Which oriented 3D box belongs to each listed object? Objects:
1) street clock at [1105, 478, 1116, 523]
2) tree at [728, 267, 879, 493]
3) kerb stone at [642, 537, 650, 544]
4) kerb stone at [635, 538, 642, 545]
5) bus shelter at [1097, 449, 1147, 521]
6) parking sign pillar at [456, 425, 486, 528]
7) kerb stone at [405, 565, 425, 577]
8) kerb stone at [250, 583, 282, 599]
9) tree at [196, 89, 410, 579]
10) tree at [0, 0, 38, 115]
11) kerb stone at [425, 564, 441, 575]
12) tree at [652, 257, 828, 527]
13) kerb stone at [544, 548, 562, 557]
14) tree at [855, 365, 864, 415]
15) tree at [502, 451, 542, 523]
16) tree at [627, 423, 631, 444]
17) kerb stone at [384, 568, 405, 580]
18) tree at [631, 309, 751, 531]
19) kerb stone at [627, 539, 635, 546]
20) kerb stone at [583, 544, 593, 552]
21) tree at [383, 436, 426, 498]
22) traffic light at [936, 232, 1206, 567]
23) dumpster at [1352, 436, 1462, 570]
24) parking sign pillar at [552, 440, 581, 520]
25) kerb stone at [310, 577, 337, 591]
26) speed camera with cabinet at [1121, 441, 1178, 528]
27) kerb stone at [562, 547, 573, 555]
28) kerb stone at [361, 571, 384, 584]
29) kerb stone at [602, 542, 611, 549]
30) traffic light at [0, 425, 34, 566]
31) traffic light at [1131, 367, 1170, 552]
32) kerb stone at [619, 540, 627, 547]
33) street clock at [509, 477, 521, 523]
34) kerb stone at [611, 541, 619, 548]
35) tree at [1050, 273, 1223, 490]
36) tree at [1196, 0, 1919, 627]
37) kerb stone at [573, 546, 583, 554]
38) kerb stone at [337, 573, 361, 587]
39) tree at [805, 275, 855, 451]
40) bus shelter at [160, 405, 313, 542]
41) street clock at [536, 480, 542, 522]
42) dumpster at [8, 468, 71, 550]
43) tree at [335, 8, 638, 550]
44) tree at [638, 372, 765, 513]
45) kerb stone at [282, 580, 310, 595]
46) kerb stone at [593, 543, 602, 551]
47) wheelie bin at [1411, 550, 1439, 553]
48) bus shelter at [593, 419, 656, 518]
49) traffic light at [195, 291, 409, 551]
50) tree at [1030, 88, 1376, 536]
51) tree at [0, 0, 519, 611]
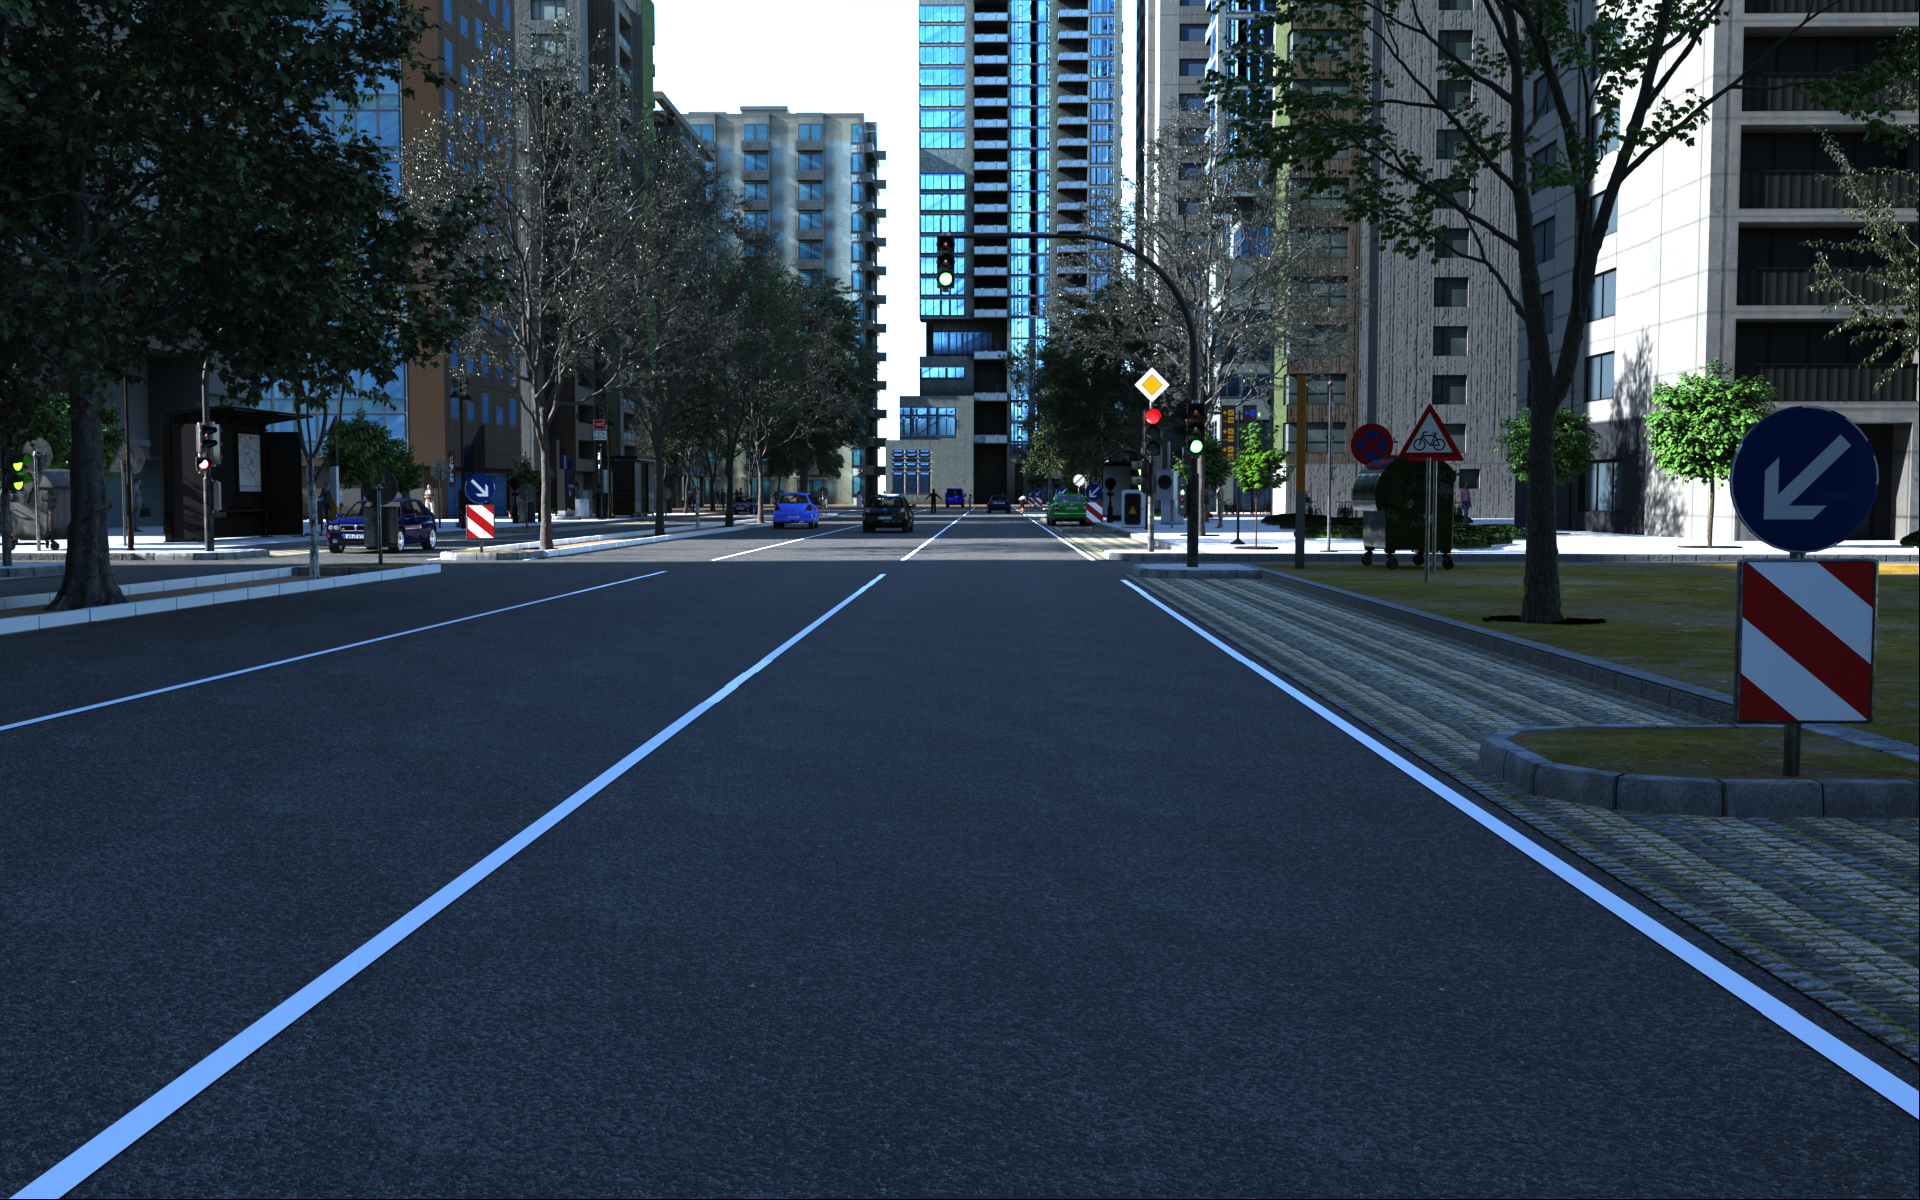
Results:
[{"bbox_3d":[6.729,-4.464,77.548,0.471,2.002,0.358,-2,4,-30],"label":"street clock"},{"bbox_3d":[-8.911,-11.538,97.760,9.857,13.997,8.962,0,3,0],"label":"tree"},{"bbox_3d":[-9.201,-1.703,50.046,0.120,0.150,1.000,0,4,1],"label":"kerb stone"},{"bbox_3d":[-9.222,-1.639,49.024,0.120,0.150,1.000,0,4,1],"label":"kerb stone"},{"bbox_3d":[7.552,-5.311,80.760,2.014,3.302,5.546,0,4,1],"label":"bus shelter"},{"bbox_3d":[-18.713,-4.789,66.768,1.447,3.967,1.447,0,4,4],"label":"parking sign pillar"},{"bbox_3d":[-9.578,-0.486,30.134,0.120,0.150,1.000,0,4,1],"label":"kerb stone"},{"bbox_3d":[-9.703,-0.110,23.997,0.120,0.150,1.000,0,4,1],"label":"kerb stone"},{"bbox_3d":[-10.807,-4.635,28.606,4.737,8.622,4.395,0,3,0],"label":"tree"},{"bbox_3d":[-10.770,-6.247,11.245,9.857,13.997,8.962,0,3,0],"label":"tree"},{"bbox_3d":[-9.559,-0.548,31.158,0.120,0.150,1.000,0,4,1],"label":"kerb stone"},{"bbox_3d":[-9.829,-8.923,74.098,9.928,11.665,9.643,0,3,0],"label":"tree"},{"bbox_3d":[-9.397,-1.078,39.813,0.120,0.150,1.000,0,4,1],"label":"kerb stone"},{"bbox_3d":[-9.824,-10.536,85.090,12.009,13.543,11.850,0,3,0],"label":"tree"},{"bbox_3d":[-19.278,-5.047,77.124,1.663,3.219,1.824,0,3,0],"label":"tree"},{"bbox_3d":[-18.247,-9.504,105.753,4.360,8.622,3.978,0,3,0],"label":"tree"},{"bbox_3d":[-9.598,-0.423,29.109,0.120,0.150,1.000,0,4,1],"label":"kerb stone"},{"bbox_3d":[-10.116,-6.965,66.696,4.360,8.622,3.978,0,3,0],"label":"tree"},{"bbox_3d":[-9.238,-1.578,47.995,0.120,0.150,1.000,0,4,1],"label":"kerb stone"},{"bbox_3d":[-9.336,-1.265,42.879,0.120,0.150,1.000,0,4,1],"label":"kerb stone"},{"bbox_3d":[-18.765,-3.882,58.070,1.663,3.219,1.824,0,3,0],"label":"tree"},{"bbox_3d":[1.978,-3.403,30.305,4.771,5.953,1.251,0,4,1],"label":"traffic light"},{"bbox_3d":[7.780,-1.694,30.185,1.502,2.255,1.985,0,4,1],"label":"dumpster"},{"bbox_3d":[-19.714,-6.006,86.675,1.447,3.967,1.447,1,4,9],"label":"parking sign pillar"},{"bbox_3d":[-9.657,-0.228,26.041,0.120,0.150,1.000,0,4,1],"label":"kerb stone"},{"bbox_3d":[7.120,-4.329,65.109,2.038,3.252,0.660,2,4,24],"label":"speed camera with cabinet"},{"bbox_3d":[-9.370,-1.138,40.835,0.120,0.150,1.000,0,4,1],"label":"kerb stone"},{"bbox_3d":[-9.624,-0.360,28.084,0.120,0.150,1.000,0,4,1],"label":"kerb stone"},{"bbox_3d":[-9.299,-1.390,44.924,0.120,0.150,1.000,0,4,1],"label":"kerb stone"},{"bbox_3d":[-16.987,-2.561,30.790,0.839,4.253,0.868,0,4,1],"label":"traffic light"},{"bbox_3d":[4.222,-3.026,38.391,0.839,4.253,0.868,0,4,1],"label":"traffic light"},{"bbox_3d":[-9.261,-1.515,46.973,0.120,0.150,1.000,0,4,1],"label":"kerb stone"},{"bbox_3d":[-19.429,-4.348,75.653,0.471,2.002,0.358,2,4,29],"label":"street clock"},{"bbox_3d":[-9.283,-1.453,45.951,0.120,0.150,1.000,0,4,1],"label":"kerb stone"},{"bbox_3d":[7.164,-8.353,70.984,7.601,10.594,8.767,0,4,2],"label":"tree"},{"bbox_3d":[5.970,-5.587,17.097,9.928,11.665,9.643,0,3,0],"label":"tree"},{"bbox_3d":[-9.353,-1.201,41.857,0.120,0.150,1.000,0,4,1],"label":"kerb stone"},{"bbox_3d":[-9.639,-0.295,27.062,0.120,0.150,1.000,0,4,1],"label":"kerb stone"},{"bbox_3d":[-10.001,-8.838,57.327,12.009,13.543,11.850,0,3,0],"label":"tree"},{"bbox_3d":[-20.307,-3.528,48.970,1.731,3.624,6.357,0,4,1],"label":"bus shelter"},{"bbox_3d":[-19.224,-4.567,79.245,0.358,2.002,0.471,-1,4,-21],"label":"street clock"},{"bbox_3d":[-21.080,-2.096,40.029,1.264,1.857,1.865,0,4,1],"label":"dumpster"},{"bbox_3d":[-10.609,-8.023,43.997,12.009,13.543,11.850,0,3,0],"label":"tree"},{"bbox_3d":[-17.783,-10.982,113.975,7.601,10.594,8.767,0,4,7],"label":"tree"},{"bbox_3d":[-9.678,-0.173,25.018,0.120,0.150,1.000,0,4,1],"label":"kerb stone"},{"bbox_3d":[-9.315,-1.327,43.901,0.120,0.150,1.000,0,4,1],"label":"kerb stone"},{"bbox_3d":[10.186,-1.837,37.940,0.693,1.594,0.980,0,4,5],"label":"wheelie bin"},{"bbox_3d":[-18.533,-7.211,95.528,2.179,5.291,8.768,0,4,1],"label":"bus shelter"},{"bbox_3d":[-14.742,-3.921,38.769,4.771,5.953,1.251,0,4,1],"label":"traffic light"},{"bbox_3d":[7.361,-8.690,52.446,12.009,13.543,11.850,0,3,0],"label":"tree"},{"bbox_3d":[-10.787,-6.223,21.219,9.611,12.733,9.660,0,3,0],"label":"tree"}]
